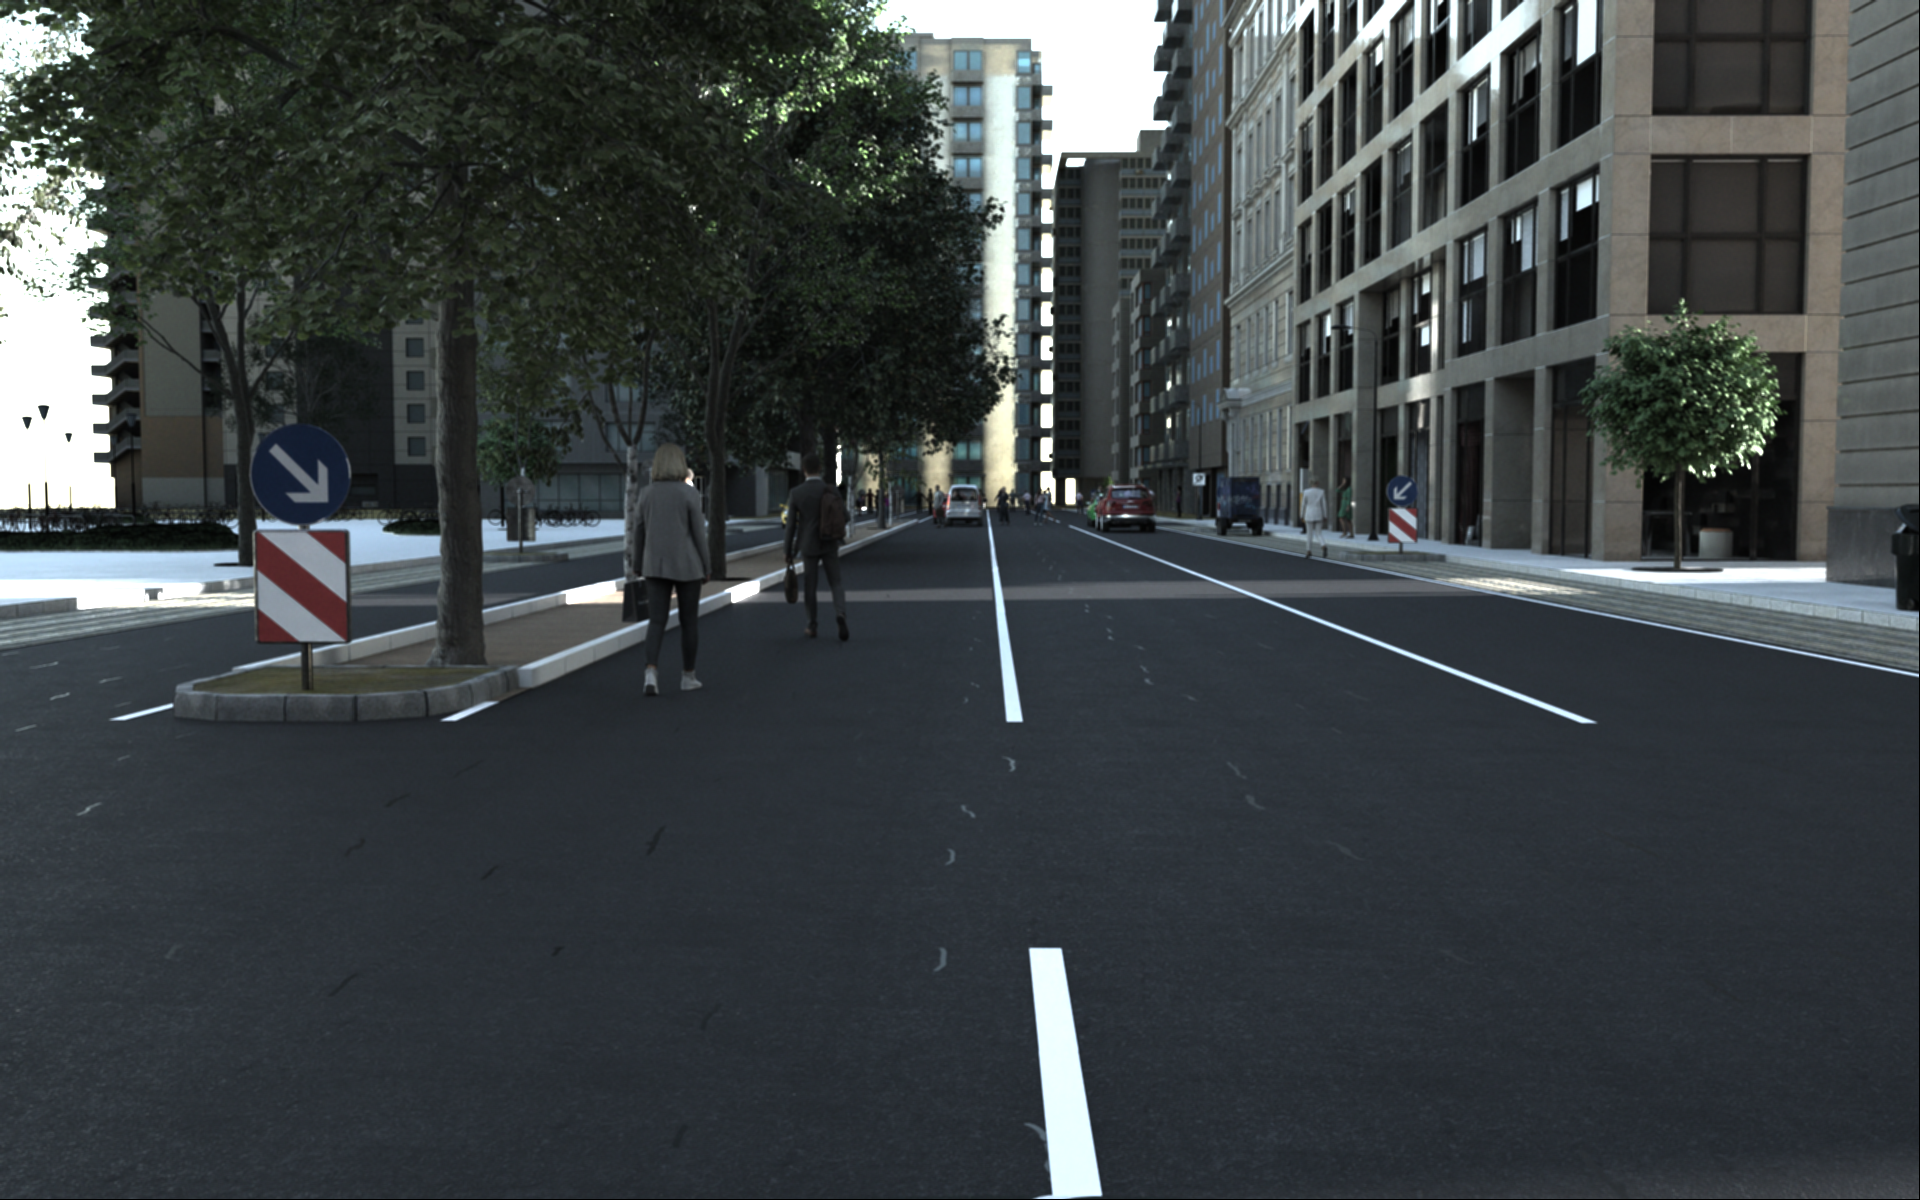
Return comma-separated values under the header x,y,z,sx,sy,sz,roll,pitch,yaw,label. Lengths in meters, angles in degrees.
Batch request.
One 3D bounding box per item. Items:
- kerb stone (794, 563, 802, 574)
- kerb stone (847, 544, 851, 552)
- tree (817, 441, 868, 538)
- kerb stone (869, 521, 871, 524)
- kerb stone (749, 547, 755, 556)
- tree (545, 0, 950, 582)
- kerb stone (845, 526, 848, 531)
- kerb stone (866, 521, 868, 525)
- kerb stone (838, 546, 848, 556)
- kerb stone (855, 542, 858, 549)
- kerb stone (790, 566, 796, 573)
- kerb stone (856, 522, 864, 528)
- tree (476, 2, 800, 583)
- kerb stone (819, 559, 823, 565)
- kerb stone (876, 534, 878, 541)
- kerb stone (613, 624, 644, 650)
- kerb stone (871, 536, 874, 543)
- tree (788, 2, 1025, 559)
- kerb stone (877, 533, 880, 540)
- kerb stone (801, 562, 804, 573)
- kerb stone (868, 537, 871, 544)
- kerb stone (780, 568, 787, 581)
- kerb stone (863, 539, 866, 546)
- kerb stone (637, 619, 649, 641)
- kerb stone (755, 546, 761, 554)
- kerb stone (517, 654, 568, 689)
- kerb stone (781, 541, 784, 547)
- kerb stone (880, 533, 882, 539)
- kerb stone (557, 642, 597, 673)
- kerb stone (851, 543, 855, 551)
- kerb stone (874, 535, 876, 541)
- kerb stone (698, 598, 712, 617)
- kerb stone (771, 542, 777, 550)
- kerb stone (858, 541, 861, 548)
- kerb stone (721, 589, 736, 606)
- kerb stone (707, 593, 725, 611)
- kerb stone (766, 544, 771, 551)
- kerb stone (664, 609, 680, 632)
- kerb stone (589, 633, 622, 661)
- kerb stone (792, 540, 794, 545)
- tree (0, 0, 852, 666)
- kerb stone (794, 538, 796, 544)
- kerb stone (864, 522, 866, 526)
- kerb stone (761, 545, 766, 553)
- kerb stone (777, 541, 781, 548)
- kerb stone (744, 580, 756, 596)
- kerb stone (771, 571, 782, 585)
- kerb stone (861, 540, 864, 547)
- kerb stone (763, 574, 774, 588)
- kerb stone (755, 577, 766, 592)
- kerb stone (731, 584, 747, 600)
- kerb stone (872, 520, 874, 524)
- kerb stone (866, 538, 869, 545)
x,y,z,sx,sy,sz,roll,pitch,yaw,label
-2.959,-0.517,30.653,0.120,0.150,1.000,0,4,1,kerb stone
-2.787,-1.207,41.927,0.120,0.150,1.000,0,4,1,kerb stone
-3.608,-6.335,56.404,4.360,8.622,3.978,0,3,0,tree
-4.330,-3.529,79.898,0.120,0.150,1.000,0,4,1,kerb stone
-4.909,-1.083,39.910,0.120,0.150,1.000,0,4,1,kerb stone
-3.935,-6.113,28.154,9.928,11.665,9.643,0,3,0,tree
-4.477,-2.901,69.631,0.120,0.150,1.000,0,4,1,kerb stone
-4.357,-3.403,77.844,0.120,0.150,1.000,0,4,1,kerb stone
-2.800,-1.144,40.905,0.120,0.150,1.000,0,4,1,kerb stone
-2.751,-1.331,43.985,0.120,0.150,1.000,0,4,1,kerb stone
-2.967,-0.452,29.627,0.120,0.150,1.000,0,4,1,kerb stone
-4.387,-3.275,75.790,0.120,0.150,1.000,0,4,1,kerb stone
-4.008,-4.171,21.015,4.360,8.622,3.978,0,3,0,tree
-2.859,-0.894,36.814,0.120,0.150,1.000,0,4,1,kerb stone
-2.630,-1.825,52.196,0.120,0.150,1.000,0,4,1,kerb stone
-3.158,0.363,16.311,0.120,0.150,1.000,0,4,1,kerb stone
-2.657,-1.709,50.143,0.120,0.150,1.000,0,4,1,kerb stone
-3.346,-7.248,37.965,9.611,12.733,9.660,0,3,0,tree
-2.612,-1.897,53.218,0.120,0.150,1.000,0,4,1,kerb stone
-2.935,-0.579,31.678,0.120,0.150,1.000,0,4,1,kerb stone
-2.677,-1.645,49.118,0.120,0.150,1.000,0,4,1,kerb stone
-2.974,-0.392,28.602,0.120,0.150,1.000,0,4,1,kerb stone
-2.707,-1.521,47.058,0.120,0.150,1.000,0,4,1,kerb stone
-3.140,0.297,17.339,0.120,0.150,1.000,0,4,1,kerb stone
-4.900,-1.139,40.933,0.120,0.150,1.000,0,4,1,kerb stone
-3.201,0.551,13.245,0.120,0.150,1.000,0,4,1,kerb stone
-4.820,-1.460,46.063,0.120,0.150,1.000,0,4,1,kerb stone
-2.604,-1.960,54.240,0.120,0.150,1.000,0,4,1,kerb stone
-3.188,0.488,14.267,0.120,0.150,1.000,0,4,1,kerb stone
-2.772,-1.270,42.955,0.120,0.150,1.000,0,4,1,kerb stone
-2.652,-1.772,51.170,0.120,0.150,1.000,0,4,1,kerb stone
-3.098,0.112,20.407,0.120,0.150,1.000,0,4,1,kerb stone
-4.847,-1.334,44.008,0.120,0.150,1.000,0,4,1,kerb stone
-2.734,-1.395,45.010,0.120,0.150,1.000,0,4,1,kerb stone
-3.069,-0.010,22.457,0.120,0.150,1.000,0,4,1,kerb stone
-3.080,0.047,21.435,0.120,0.150,1.000,0,4,1,kerb stone
-4.868,-1.269,42.977,0.120,0.150,1.000,0,4,1,kerb stone
-3.132,0.235,18.361,0.120,0.150,1.000,0,4,1,kerb stone
-3.172,0.426,15.289,0.120,0.150,1.000,0,4,1,kerb stone
-4.793,-1.585,48.108,0.120,0.150,1.000,0,4,1,kerb stone
-4.207,-5.730,14.268,7.486,12.596,7.792,0,3,0,tree
-4.765,-1.710,50.154,0.120,0.150,1.000,0,4,1,kerb stone
-4.380,-3.341,76.817,0.120,0.150,1.000,0,4,1,kerb stone
-4.878,-1.209,41.955,0.120,0.150,1.000,0,4,1,kerb stone
-4.836,-1.397,45.041,0.120,0.150,1.000,0,4,1,kerb stone
-3.046,-0.141,24.501,0.120,0.150,1.000,0,4,1,kerb stone
-2.996,-0.329,27.577,0.120,0.150,1.000,0,4,1,kerb stone
-2.713,-1.458,46.032,0.120,0.150,1.000,0,4,1,kerb stone
-3.011,-0.266,26.551,0.120,0.150,1.000,0,4,1,kerb stone
-3.020,-0.203,25.523,0.120,0.150,1.000,0,4,1,kerb stone
-3.056,-0.079,23.479,0.120,0.150,1.000,0,4,1,kerb stone
-4.289,-3.651,81.944,0.120,0.150,1.000,0,4,1,kerb stone
-2.693,-1.579,48.083,0.120,0.150,1.000,0,4,1,kerb stone
